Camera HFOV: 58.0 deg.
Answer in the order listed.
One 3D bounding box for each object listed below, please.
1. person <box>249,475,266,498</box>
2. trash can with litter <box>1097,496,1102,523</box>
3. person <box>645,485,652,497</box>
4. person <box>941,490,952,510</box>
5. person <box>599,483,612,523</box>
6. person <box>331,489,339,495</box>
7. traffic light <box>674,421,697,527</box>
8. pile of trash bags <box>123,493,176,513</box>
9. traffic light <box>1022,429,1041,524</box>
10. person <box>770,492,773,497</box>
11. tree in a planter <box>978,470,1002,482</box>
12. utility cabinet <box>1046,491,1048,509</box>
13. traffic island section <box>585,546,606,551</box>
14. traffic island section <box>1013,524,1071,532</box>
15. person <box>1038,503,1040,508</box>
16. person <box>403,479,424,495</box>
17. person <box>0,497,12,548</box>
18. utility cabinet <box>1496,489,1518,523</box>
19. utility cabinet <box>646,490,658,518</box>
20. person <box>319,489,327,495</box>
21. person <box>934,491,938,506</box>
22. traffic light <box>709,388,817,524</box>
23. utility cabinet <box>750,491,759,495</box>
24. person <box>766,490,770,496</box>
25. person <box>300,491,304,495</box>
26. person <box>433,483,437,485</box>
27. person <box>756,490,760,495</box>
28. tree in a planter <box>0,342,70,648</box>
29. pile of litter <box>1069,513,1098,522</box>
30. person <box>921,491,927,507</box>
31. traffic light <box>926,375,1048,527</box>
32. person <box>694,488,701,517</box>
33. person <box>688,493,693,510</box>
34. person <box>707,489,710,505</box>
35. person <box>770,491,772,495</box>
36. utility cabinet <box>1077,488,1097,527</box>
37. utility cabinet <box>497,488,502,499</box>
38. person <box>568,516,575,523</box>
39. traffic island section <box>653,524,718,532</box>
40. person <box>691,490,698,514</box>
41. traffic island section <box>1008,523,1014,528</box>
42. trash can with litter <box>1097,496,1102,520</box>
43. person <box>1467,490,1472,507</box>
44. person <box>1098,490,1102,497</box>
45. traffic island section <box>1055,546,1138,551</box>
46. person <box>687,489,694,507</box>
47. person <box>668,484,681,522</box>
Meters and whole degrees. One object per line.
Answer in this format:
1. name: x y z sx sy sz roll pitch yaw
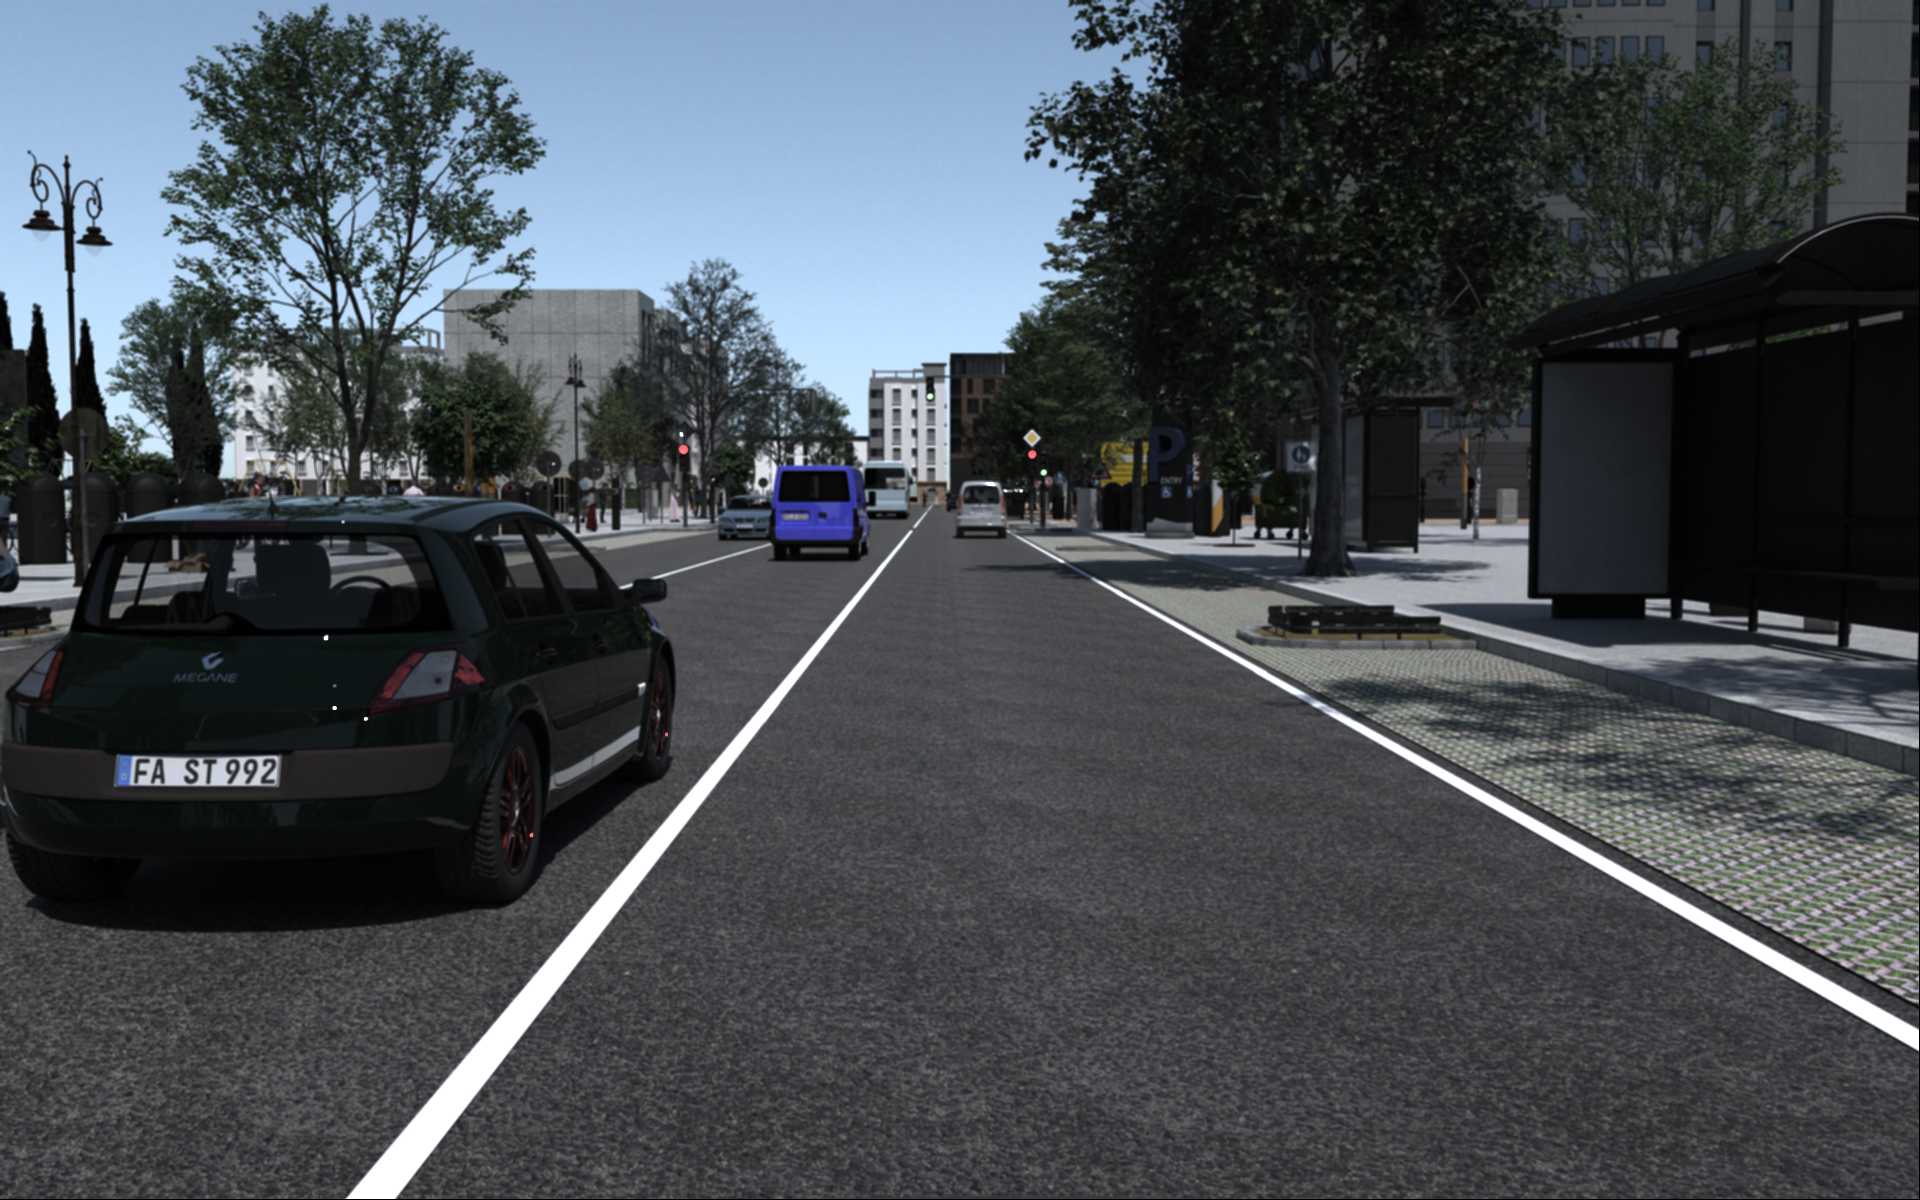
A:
1. person: -13.020 -1.515 32.281 0.415 1.643 0.593 -3 4 -38
2. trash can with litter: 6.399 -4.050 77.269 1.678 1.210 2.233 -1 4 -23
3. person: -17.763 -5.721 99.726 0.875 1.805 0.789 3 5 43
4. person: -1.051 -9.071 156.816 1.348 1.822 0.705 1 4 16
5. person: -15.815 -4.325 77.205 0.568 1.767 0.683 -2 4 -23
6. person: -31.875 -4.893 88.253 0.499 1.552 0.429 0 4 4
7. traffic light: -10.534 -4.741 66.435 0.839 4.253 0.868 0 4 -1
8. pile of trash bags: -35.769 -4.071 76.314 3.447 1.369 1.912 2 4 28
9. traffic light: 3.079 -5.239 74.584 0.839 4.253 0.868 0 4 -1
10. person: -14.851 -8.164 139.671 0.875 1.805 0.789 1 4 19
11. tree in a planter: 2.548 -7.896 126.324 1.991 3.239 1.994 0 4 -1
12. utility cabinet: 7.174 -8.363 145.411 0.318 1.500 1.173 1 4 18
13. traffic island section: -10.006 -1.269 43.608 1.991 0.108 1.994 0 4 -1
14. traffic island section: 3.206 -2.718 66.714 2.009 0.180 2.903 0 4 -1
15. person: 7.468 -9.516 161.652 0.705 1.821 1.348 1 4 22
16. person: -15.887 -2.663 50.518 0.756 1.711 0.436 1 4 12
17. person: -16.908 -1.353 30.382 0.499 1.552 0.429 -2 4 -30
18. utility cabinet: 23.829 -4.081 75.404 1.173 1.500 0.318 -3 5 -40
19. utility cabinet: -16.007 -4.978 90.067 0.318 1.500 1.173 -2 4 -26
20. person: -29.193 -4.339 79.672 0.574 1.496 0.600 0 4 2
21. person: -2.724 -11.872 203.278 0.621 1.740 0.551 -2 4 -26
22. traffic light: -8.530 -6.105 74.478 4.771 5.953 1.251 0 4 -1
23. utility cabinet: -16.061 -7.631 133.450 1.173 1.500 0.318 -2 4 -31
24. person: -14.399 -7.438 129.710 0.319 1.574 0.516 1 4 15
25. person: -34.674 -4.993 90.916 0.726 1.435 0.776 2 4 28
26. person: -23.852 -4.443 78.812 0.434 1.807 0.598 1 4 14
27. person: -20.674 -10.341 175.832 1.217 1.743 0.721 -1 4 -14
28. tree in a planter: -9.711 -1.183 16.570 1.991 3.239 1.994 0 4 -1
29. pile of litter: 5.809 -4.036 79.957 1.719 0.858 1.176 -1 4 -13
30. person: -3.884 -11.149 191.500 0.721 1.735 1.217 3 5 42
31. traffic light: 1.075 -5.613 66.436 4.771 5.953 1.251 0 4 -1
32. person: -14.939 -5.556 98.581 0.444 1.614 0.593 3 5 43
33. person: -21.304 -7.873 137.311 0.480 1.512 0.613 0 4 2
34. person: -21.240 -8.520 146.064 0.841 1.734 0.376 -1 4 -18
35. person: -23.464 -12.738 215.224 0.530 1.710 0.541 -1 4 -9
36. utility cabinet: 4.895 -3.548 66.695 0.318 1.500 1.173 -1 4 -21
37. utility cabinet: -18.184 -3.585 67.289 1.173 1.500 0.318 -1 4 -14
38. person: -17.485 -4.290 77.654 0.593 1.643 0.415 0 4 -6
39. traffic island section: -10.574 -2.709 66.570 2.009 0.180 2.903 0 4 -1
40. person: -17.400 -6.460 113.727 0.516 1.574 0.319 2 4 30
41. traffic island section: 3.120 -3.206 74.699 2.009 0.180 2.903 0 4 -1
42. trash can with litter: 7.061 -4.450 84.147 1.055 1.170 0.624 0 4 4
43. person: 25.498 -4.819 87.037 0.471 1.553 0.569 1 4 20
44. person: 18.114 -13.315 224.268 0.750 1.759 0.617 1 4 22
45. traffic island section: 3.446 -1.299 44.101 1.991 0.108 1.994 0 4 -1
46. person: -27.119 -10.355 175.349 1.348 1.824 0.705 0 4 8
47. person: -13.002 -4.422 79.005 0.621 1.740 0.551 -1 4 -19
